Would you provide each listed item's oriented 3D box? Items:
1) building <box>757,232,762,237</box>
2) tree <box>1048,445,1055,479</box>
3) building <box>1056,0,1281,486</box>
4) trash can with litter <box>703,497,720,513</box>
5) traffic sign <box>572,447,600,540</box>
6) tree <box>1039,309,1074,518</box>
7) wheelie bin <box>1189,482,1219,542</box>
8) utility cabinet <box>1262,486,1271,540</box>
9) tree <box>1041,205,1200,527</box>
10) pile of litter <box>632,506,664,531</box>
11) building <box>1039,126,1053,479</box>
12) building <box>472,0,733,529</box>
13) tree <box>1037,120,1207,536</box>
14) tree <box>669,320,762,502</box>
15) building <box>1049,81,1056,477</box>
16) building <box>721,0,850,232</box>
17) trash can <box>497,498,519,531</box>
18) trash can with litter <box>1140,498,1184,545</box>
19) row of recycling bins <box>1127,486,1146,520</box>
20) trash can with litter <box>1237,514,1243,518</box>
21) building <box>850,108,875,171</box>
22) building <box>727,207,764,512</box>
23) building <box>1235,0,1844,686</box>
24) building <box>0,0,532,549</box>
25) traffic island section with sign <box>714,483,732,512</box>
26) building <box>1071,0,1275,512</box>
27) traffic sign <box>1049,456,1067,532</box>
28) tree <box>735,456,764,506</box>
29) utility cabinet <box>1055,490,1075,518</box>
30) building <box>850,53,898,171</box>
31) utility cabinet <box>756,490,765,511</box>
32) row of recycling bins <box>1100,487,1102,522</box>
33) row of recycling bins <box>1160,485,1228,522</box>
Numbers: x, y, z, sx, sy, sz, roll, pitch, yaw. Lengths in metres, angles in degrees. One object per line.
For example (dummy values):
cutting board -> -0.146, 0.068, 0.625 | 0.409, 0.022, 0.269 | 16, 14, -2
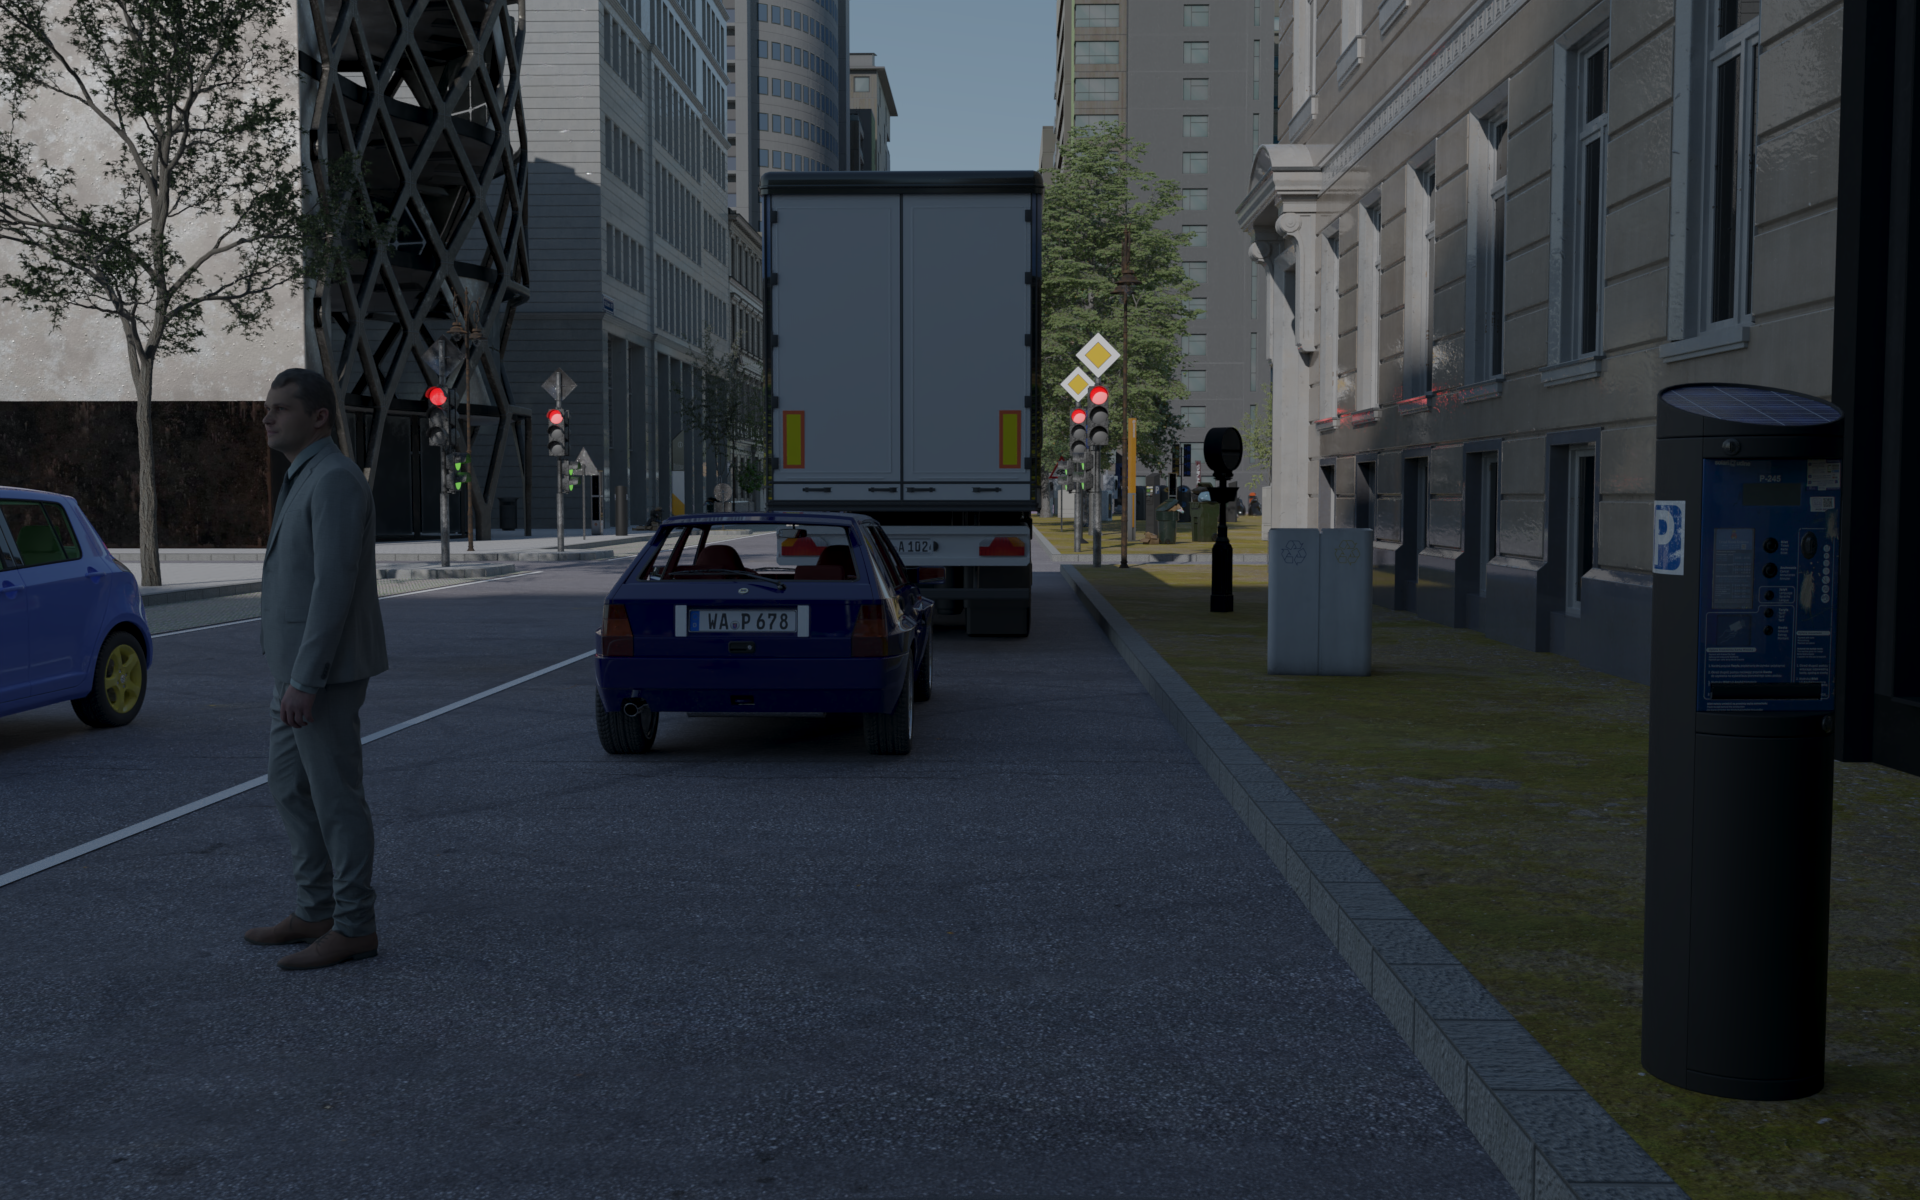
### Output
building -> -24.828, -17.381, 129.220 | 27.650, 21.520, 28.899 | 0, 4, 1
tree -> 5.677, -11.820, 143.617 | 4.737, 8.622, 4.395 | 0, 3, 0
building -> 19.006, -31.903, 145.320 | 21.300, 48.544, 21.600 | 0, 4, 1
trash can with litter -> -10.087, -3.676, 71.486 | 0.624, 1.170, 1.055 | 1, 4, 22
traffic sign -> -10.497, -2.956, 48.331 | 0.884, 2.594, 0.081 | 0, 4, 2
tree -> 4.669, -11.458, 93.990 | 9.857, 13.997, 8.962 | 0, 3, 0
wheelie bin -> 6.560, -2.355, 46.415 | 0.693, 1.594, 0.980 | -2, 4, -26
utility cabinet -> 8.641, -2.333, 46.829 | 0.318, 1.500, 1.173 | -2, 4, -29
tree -> 4.769, -9.166, 66.873 | 9.611, 12.733, 9.660 | 0, 3, 0
pile of litter -> -10.813, -2.858, 60.689 | 1.176, 0.858, 1.719 | -2, 4, -33
building -> 20.728, -36.319, 217.509 | 21.300, 48.544, 21.600 | 0, 4, 1
building -> -18.088, -18.359, 77.668 | 11.434, 29.767, 29.804 | 0, 4, 1
tree -> 3.922, -8.256, 53.112 | 7.486, 12.596, 7.792 | 0, 3, 0
tree -> -10.074, -7.482, 72.695 | 4.360, 8.622, 3.978 | 0, 3, 0
building -> 20.558, -33.740, 171.253 | 23.786, 49.044, 30.456 | 0, 4, 1
building -> -21.663, -37.628, 157.209 | 21.231, 58.520, 28.212 | 0, 4, 1
trash can -> -15.830, -2.999, 60.693 | 0.748, 1.137, 0.748 | 0, 3, 0
trash can with litter -> 5.132, -2.001, 44.097 | 1.055, 1.170, 0.624 | -2, 4, -35
row of recycling bins -> 8.992, -4.821, 85.943 | 1.069, 1.692, 3.534 | 1, 4, 15
trash can with litter -> 14.195, -5.044, 93.521 | 2.233, 1.210, 1.678 | 0, 4, 4
building -> -16.200, -30.283, 178.718 | 14.154, 41.232, 14.086 | 0, 4, 1
building -> -16.832, -14.565, 102.763 | 10.561, 19.102, 19.286 | 0, 4, 1
building -> 10.988, -14.166, 17.520 | 13.634, 28.700, 20.117 | 0, 4, 1
building -> -21.065, -11.071, 48.455 | 16.820, 18.784, 16.811 | 0, 4, 1
traffic island section with sign -> -8.376, -3.208, 61.072 | 1.989, 1.847, 2.006 | 0, 4, 1
building -> 15.143, -27.170, 127.823 | 14.154, 41.232, 14.086 | 0, 4, 1
traffic sign -> 3.461, -3.606, 58.955 | 0.884, 2.594, 0.081 | 1, 4, 9
tree -> -10.457, -5.643, 86.858 | 1.663, 3.219, 1.824 | 0, 3, 0
utility cabinet -> 5.798, -5.115, 92.312 | 1.173, 1.500, 0.318 | -2, 4, -27
building -> -22.582, -38.121, 212.523 | 28.713, 52.752, 27.495 | 0, 4, 1
utility cabinet -> -10.591, -5.230, 94.185 | 0.318, 1.500, 1.173 | 2, 4, 34
row of recycling bins -> 5.902, -4.338, 78.042 | 1.069, 1.692, 3.534 | 0, 4, 5
row of recycling bins -> 10.618, -4.412, 79.256 | 3.534, 1.692, 1.069 | 0, 4, 4
